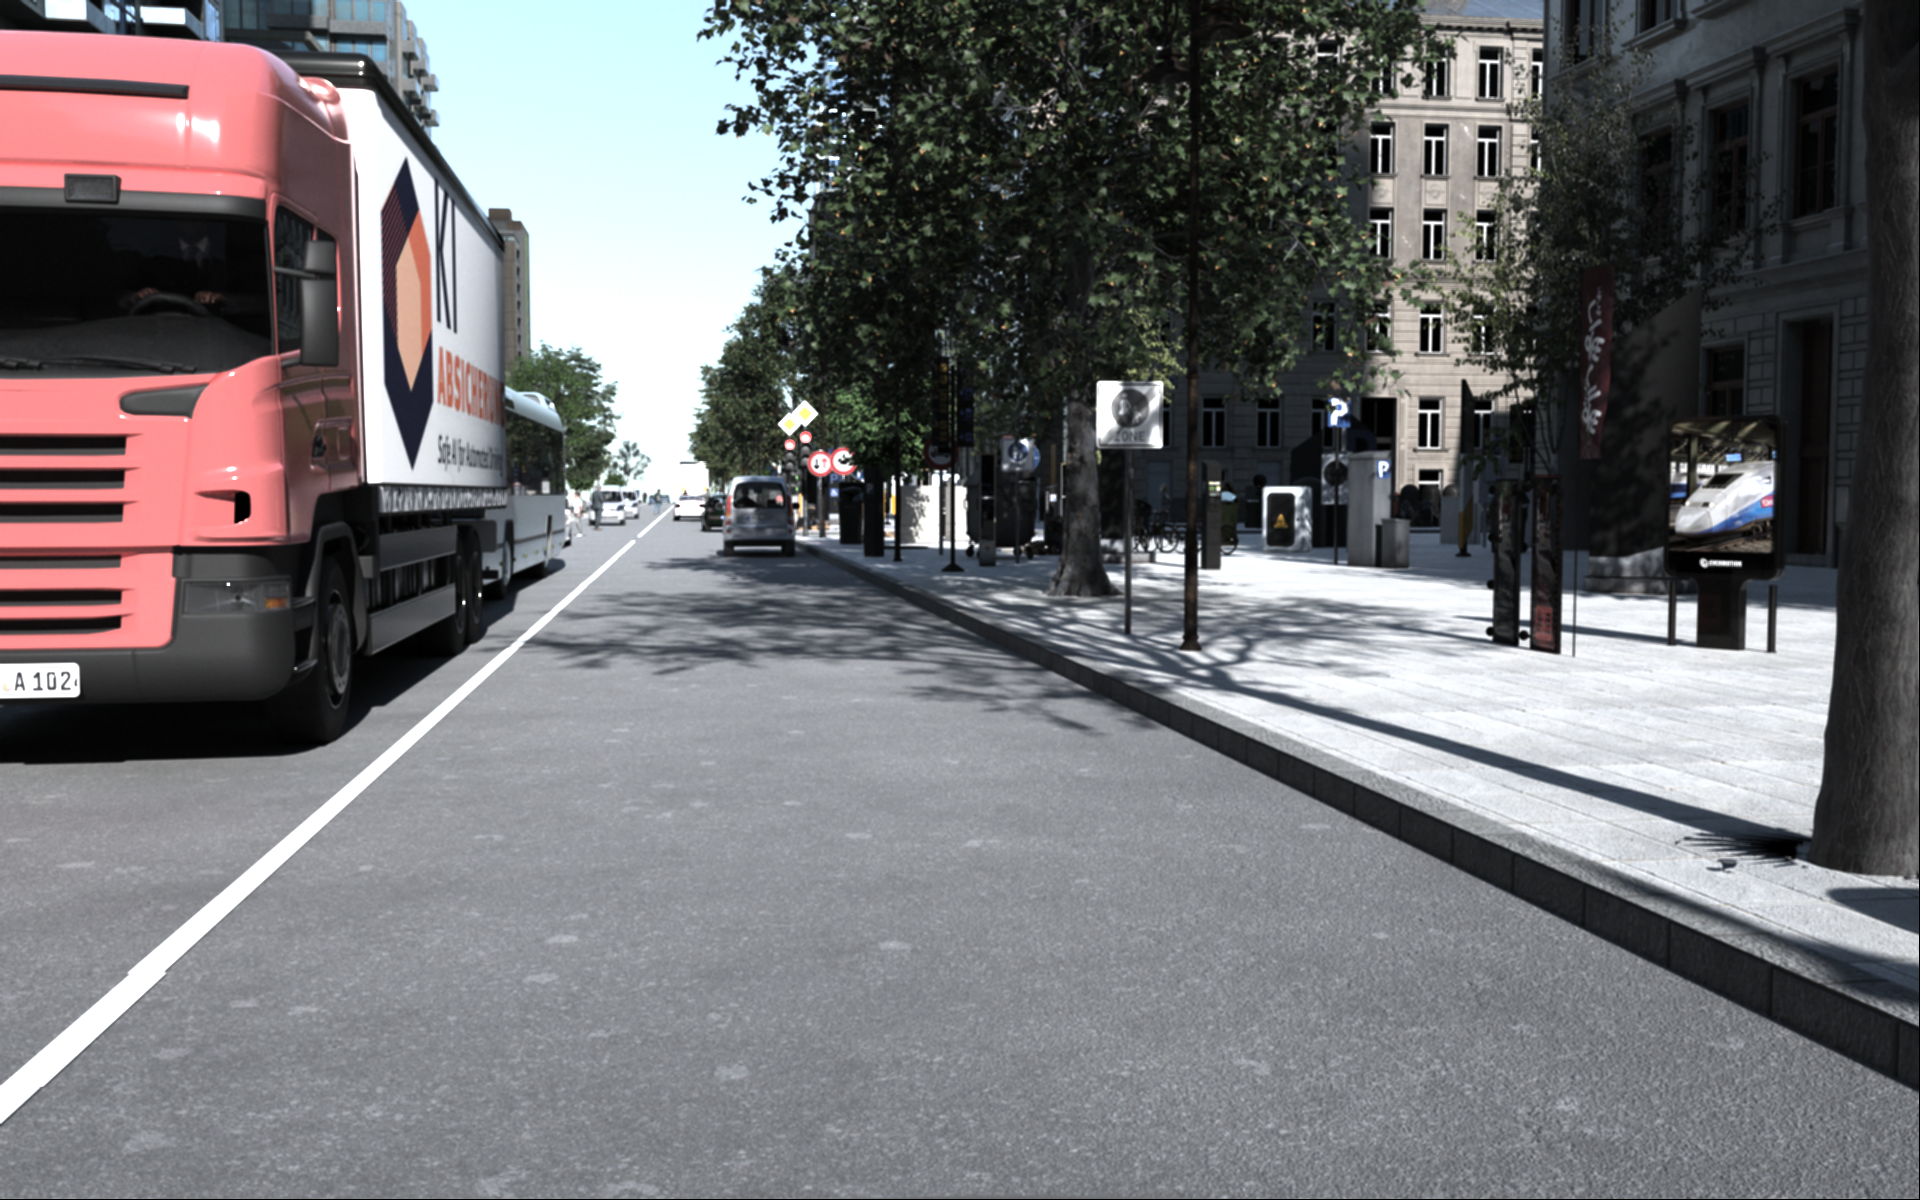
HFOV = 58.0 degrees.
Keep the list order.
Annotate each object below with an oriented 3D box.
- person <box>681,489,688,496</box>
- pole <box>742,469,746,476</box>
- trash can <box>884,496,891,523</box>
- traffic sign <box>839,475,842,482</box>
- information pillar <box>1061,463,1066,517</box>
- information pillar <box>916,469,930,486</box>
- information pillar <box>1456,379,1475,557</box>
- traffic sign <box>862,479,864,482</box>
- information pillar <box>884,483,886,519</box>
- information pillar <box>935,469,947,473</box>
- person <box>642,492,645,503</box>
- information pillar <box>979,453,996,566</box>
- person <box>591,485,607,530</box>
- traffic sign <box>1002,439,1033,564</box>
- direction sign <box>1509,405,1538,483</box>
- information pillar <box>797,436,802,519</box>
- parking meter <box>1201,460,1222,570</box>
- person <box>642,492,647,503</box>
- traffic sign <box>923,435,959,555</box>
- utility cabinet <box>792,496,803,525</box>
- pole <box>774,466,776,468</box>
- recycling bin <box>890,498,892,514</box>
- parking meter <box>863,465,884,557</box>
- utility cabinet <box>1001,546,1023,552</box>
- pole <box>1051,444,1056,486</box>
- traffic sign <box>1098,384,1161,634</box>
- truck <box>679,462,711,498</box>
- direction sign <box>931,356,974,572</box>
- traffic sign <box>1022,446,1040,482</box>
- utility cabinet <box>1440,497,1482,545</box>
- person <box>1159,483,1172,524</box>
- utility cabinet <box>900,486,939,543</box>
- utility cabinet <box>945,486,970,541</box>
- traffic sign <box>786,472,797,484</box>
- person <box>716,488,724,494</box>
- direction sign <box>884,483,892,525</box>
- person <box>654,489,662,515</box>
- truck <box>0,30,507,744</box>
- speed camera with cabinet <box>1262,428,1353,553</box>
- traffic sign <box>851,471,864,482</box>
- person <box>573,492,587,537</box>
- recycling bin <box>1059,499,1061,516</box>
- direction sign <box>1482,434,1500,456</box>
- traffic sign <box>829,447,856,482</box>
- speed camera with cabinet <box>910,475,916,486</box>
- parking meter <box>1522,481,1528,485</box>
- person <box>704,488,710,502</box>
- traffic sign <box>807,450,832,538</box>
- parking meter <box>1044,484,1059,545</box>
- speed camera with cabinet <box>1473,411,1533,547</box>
[{"bbox_3d":[-22.447,-8.151,141.733,1.348,1.831,0.705,-3,5,-41],"label":"person"},{"bbox_3d":[-13.538,-7.017,108.572,0.158,3.312,0.155,0,3,0],"label":"pole"},{"bbox_3d":[-3.513,-3.794,73.679,0.748,1.137,0.748,0,3,0],"label":"trash can"},{"bbox_3d":[-7.390,-6.274,102.687,0.768,2.556,0.104,0,4,-1],"label":"traffic sign"},{"bbox_3d":[2.611,-2.244,41.188,0.304,2.012,0.304,-3,5,-42],"label":"information pillar"},{"bbox_3d":[-1.085,-2.839,50.906,0.304,2.012,0.304,-2,4,-32],"label":"information pillar"},{"bbox_3d":[10.406,-2.705,35.576,0.183,3.616,0.504,3,5,41],"label":"information pillar"},{"bbox_3d":[-3.565,-3.978,67.162,0.606,2.300,0.079,0,4,-1],"label":"traffic sign"},{"bbox_3d":[-2.422,-3.612,50.411,0.504,3.616,0.183,2,4,30],"label":"information pillar"},{"bbox_3d":[-0.711,-4.244,60.737,0.504,3.616,0.183,-2,4,-28],"label":"information pillar"},{"bbox_3d":[-52.612,-17.115,288.321,1.348,1.826,0.705,3,5,43],"label":"person"},{"bbox_3d":[0.489,-1.615,30.900,0.304,2.012,0.304,0,4,0],"label":"information pillar"},{"bbox_3d":[-14.335,-3.683,68.895,0.661,1.801,0.590,2,4,35],"label":"person"},{"bbox_3d":[1.056,-1.812,31.752,0.606,2.300,0.079,0,4,0],"label":"traffic sign"},{"bbox_3d":[14.342,-3.173,43.873,0.876,3.537,0.379,0,4,2],"label":"direction sign"},{"bbox_3d":[-6.406,-4.755,69.103,0.183,3.616,0.504,-1,4,-13],"label":"information pillar"},{"bbox_3d":[4.279,-1.454,29.484,0.255,1.863,0.399,-1,4,-9],"label":"parking meter"},{"bbox_3d":[-51.148,-16.718,281.857,1.348,1.822,0.705,-3,4,-38],"label":"person"},{"bbox_3d":[-0.397,-2.222,36.442,0.768,2.556,0.104,0,4,-4],"label":"traffic sign"},{"bbox_3d":[-7.012,-3.724,72.056,1.020,1.237,0.306,-2,4,-35],"label":"utility cabinet"},{"bbox_3d":[-13.189,-7.953,123.872,0.158,3.312,0.155,0,3,0],"label":"pole"},{"bbox_3d":[-4.188,-6.155,113.190,0.722,1.027,0.722,0,4,2],"label":"recycling bin"},{"bbox_3d":[-1.771,-1.822,35.504,0.399,1.863,0.255,3,5,41],"label":"parking meter"},{"bbox_3d":[1.146,-1.822,38.463,0.318,1.500,1.173,1,4,12],"label":"utility cabinet"},{"bbox_3d":[3.805,-4.702,70.728,0.158,3.312,0.155,0,3,0],"label":"pole"},{"bbox_3d":[1.539,-0.837,15.813,0.606,2.300,0.079,0,4,-4],"label":"traffic sign"},{"bbox_3d":[-23.744,-10.174,155.265,2.839,4.237,11.283,0,4,-8],"label":"truck"},{"bbox_3d":[-0.119,-2.243,28.670,0.876,3.537,0.379,-3,5,-39],"label":"direction sign"},{"bbox_3d":[1.536,-2.555,41.876,0.768,2.556,0.104,0,4,0],"label":"traffic sign"},{"bbox_3d":[12.860,-2.037,44.460,0.306,1.237,1.020,-3,5,-44],"label":"utility cabinet"},{"bbox_3d":[6.767,-2.941,56.774,0.537,1.800,0.526,-3,5,-44],"label":"person"},{"bbox_3d":[-1.056,-2.227,45.092,1.173,1.500,0.318,-1,4,-13],"label":"utility cabinet"},{"bbox_3d":[0.147,-2.360,47.263,1.173,1.500,0.318,-3,4,-37],"label":"utility cabinet"},{"bbox_3d":[-9.458,-5.928,97.021,0.768,2.556,0.104,-1,4,-9],"label":"traffic sign"},{"bbox_3d":[-14.862,-6.002,106.890,0.793,1.790,0.793,3,4,36],"label":"person"},{"bbox_3d":[-3.036,-4.911,72.285,0.876,3.537,0.379,2,4,28],"label":"direction sign"},{"bbox_3d":[-20.730,-6.726,118.812,0.623,1.781,0.721,0,4,4],"label":"person"},{"bbox_3d":[-5.277,-1.482,13.144,2.839,4.237,11.283,-1,4,-9],"label":"truck"},{"bbox_3d":[7.710,-2.679,38.140,2.038,3.252,0.660,2,4,32],"label":"speed camera with cabinet"},{"bbox_3d":[-3.463,-3.688,60.409,0.768,2.556,0.104,0,4,-2],"label":"traffic sign"},{"bbox_3d":[-12.837,-2.888,58.321,0.503,1.515,0.523,2,4,26],"label":"person"},{"bbox_3d":[5.060,-4.182,80.925,0.722,1.027,0.722,-1,4,-15],"label":"recycling bin"},{"bbox_3d":[19.924,-4.467,65.028,0.876,3.537,0.379,-2,4,-29],"label":"direction sign"},{"bbox_3d":[-3.149,-2.864,46.931,0.768,2.556,0.104,0,4,-1],"label":"traffic sign"},{"bbox_3d":[-1.229,-4.164,62.418,0.660,3.252,2.038,-1,4,-20],"label":"speed camera with cabinet"},{"bbox_3d":[24.771,-4.306,76.118,0.255,1.863,0.399,0,4,0],"label":"parking meter"},{"bbox_3d":[-15.256,-5.800,103.611,0.573,1.790,0.520,1,4,22],"label":"person"},{"bbox_3d":[-4.079,-3.093,50.683,0.768,2.556,0.104,-1,4,-8],"label":"traffic sign"},{"bbox_3d":[2.286,-2.136,43.340,0.372,1.533,0.369,0,3,0],"label":"parking meter"},{"bbox_3d":[13.441,-2.901,41.774,2.038,3.252,0.660,0,4,-1],"label":"speed camera with cabinet"}]
